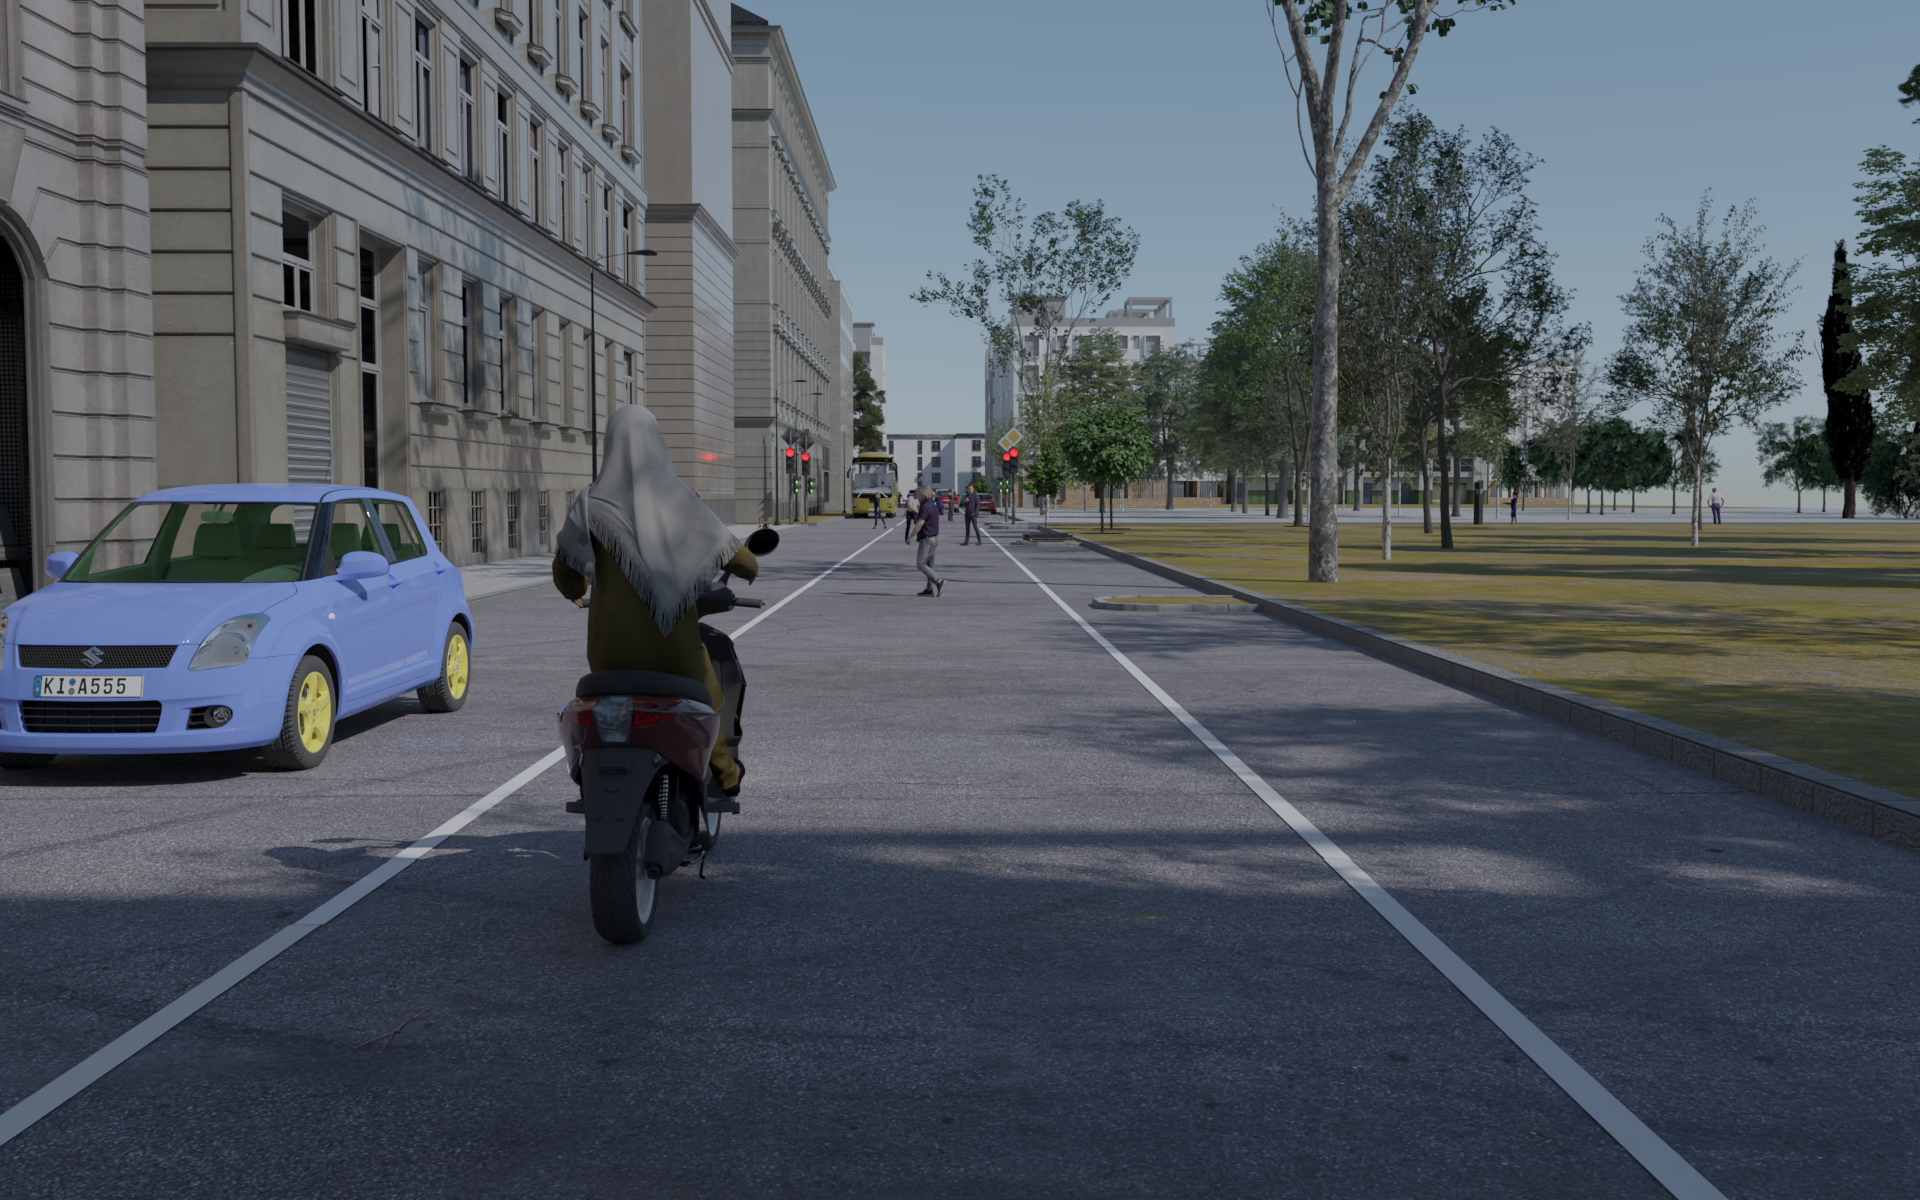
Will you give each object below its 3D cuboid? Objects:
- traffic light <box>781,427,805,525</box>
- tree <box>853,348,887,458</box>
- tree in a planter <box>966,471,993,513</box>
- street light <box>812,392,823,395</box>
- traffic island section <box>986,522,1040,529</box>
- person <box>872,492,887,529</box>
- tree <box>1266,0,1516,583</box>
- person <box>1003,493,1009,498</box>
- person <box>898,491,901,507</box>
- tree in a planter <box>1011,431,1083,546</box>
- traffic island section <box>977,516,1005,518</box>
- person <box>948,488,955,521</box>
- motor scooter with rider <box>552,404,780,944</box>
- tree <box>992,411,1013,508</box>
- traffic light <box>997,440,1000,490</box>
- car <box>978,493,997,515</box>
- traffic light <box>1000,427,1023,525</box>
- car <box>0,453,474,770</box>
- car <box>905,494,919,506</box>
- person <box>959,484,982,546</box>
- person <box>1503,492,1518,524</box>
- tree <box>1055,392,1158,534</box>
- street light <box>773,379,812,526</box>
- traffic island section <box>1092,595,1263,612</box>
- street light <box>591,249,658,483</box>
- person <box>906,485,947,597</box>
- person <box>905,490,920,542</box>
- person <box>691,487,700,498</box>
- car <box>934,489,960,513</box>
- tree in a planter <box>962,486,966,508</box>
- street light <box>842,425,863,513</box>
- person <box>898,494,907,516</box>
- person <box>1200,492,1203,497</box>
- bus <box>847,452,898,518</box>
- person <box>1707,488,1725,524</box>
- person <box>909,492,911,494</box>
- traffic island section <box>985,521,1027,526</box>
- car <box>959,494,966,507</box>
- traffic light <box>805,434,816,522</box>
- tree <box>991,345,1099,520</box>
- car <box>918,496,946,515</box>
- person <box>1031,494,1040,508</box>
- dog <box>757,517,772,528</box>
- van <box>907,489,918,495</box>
[{"bbox_3d":[-6.968,-5.025,71.405,0.839,4.213,0.868,0,4,-1],"label":"traffic light"},{"bbox_3d":[-9.704,-14.622,146.495,7.806,13.903,7.818,0,3,0],"label":"tree"},{"bbox_3d":[1.650,-8.258,132.238,1.991,3.239,1.994,0,4,-1],"label":"tree in a planter"},{"bbox_3d":[-6.957,-6.528,79.280,1.470,5.913,1.316,0,4,-1],"label":"street light"},{"bbox_3d":[2.233,-3.018,71.620,2.009,0.180,2.903,0,4,-1],"label":"traffic island section"},{"bbox_3d":[-3.325,-3.693,71.424,0.613,1.512,0.480,0,4,-4],"label":"person"},{"bbox_3d":[6.610,-10.281,23.985,12.611,20.169,13.585,0,3,0],"label":"tree"},{"bbox_3d":[4.217,-9.322,159.180,0.721,1.743,1.217,2,4,25],"label":"person"},{"bbox_3d":[-6.815,-11.211,192.592,0.721,1.735,1.217,-3,4,-37],"label":"person"},{"bbox_3d":[2.443,-3.172,49.086,1.991,3.239,1.994,0,4,-1],"label":"tree in a planter"},{"bbox_3d":[1.923,-5.018,104.903,1.991,0.108,1.994,0,4,-1],"label":"traffic island section"},{"bbox_3d":[-0.411,-5.044,91.768,0.445,1.727,0.742,-1,4,-18],"label":"person"},{"bbox_3d":[-1.035,0.174,6.121,0.876,1.779,1.986,0,4,1],"label":"motor scooter with rider"},{"bbox_3d":[4.682,-12.460,154.088,4.360,8.622,3.978,0,3,0],"label":"tree"},{"bbox_3d":[2.117,-5.520,79.492,0.839,4.213,0.868,0,4,-1],"label":"traffic light"},{"bbox_3d":[1.593,-6.942,122.545,2.155,1.783,4.494,0,4,-2],"label":"car"},{"bbox_3d":[2.193,-5.031,71.507,0.839,4.213,0.868,0,4,-1],"label":"traffic light"},{"bbox_3d":[-4.162,-0.033,10.137,1.945,1.707,3.694,0,4,1],"label":"car"},{"bbox_3d":[-5.076,-11.002,188.921,2.155,1.783,4.494,0,4,-2],"label":"car"},{"bbox_3d":[0.300,-2.354,47.901,0.530,1.710,0.541,-3,5,-40],"label":"person"},{"bbox_3d":[23.479,-3.848,73.778,0.546,1.535,0.453,-1,4,-12],"label":"person"},{"bbox_3d":[4.649,-4.422,56.017,4.285,4.588,4.351,0,3,0],"label":"tree"},{"bbox_3d":[-6.889,-5.976,70.246,1.470,5.913,1.316,0,4,-1],"label":"street light"},{"bbox_3d":[2.703,0.050,22.057,1.991,0.108,1.994,0,4,-1],"label":"traffic island section"},{"bbox_3d":[-6.435,-3.697,32.994,1.470,5.913,1.316,0,4,-1],"label":"street light"},{"bbox_3d":[-0.445,-0.822,24.143,0.569,1.553,0.471,-2,4,-35],"label":"person"},{"bbox_3d":[-1.330,-2.473,51.154,0.590,1.554,0.614,3,4,36],"label":"person"},{"bbox_3d":[-8.297,-2.771,54.038,0.600,1.496,0.574,0,4,7],"label":"person"},{"bbox_3d":[-1.126,-7.620,133.252,2.281,1.827,5.304,0,4,-2],"label":"car"},{"bbox_3d":[1.180,-11.291,181.824,1.991,3.239,1.994,0,4,-1],"label":"tree in a planter"},{"bbox_3d":[-7.233,-8.796,116.361,1.470,5.913,1.316,0,4,-1],"label":"street light"},{"bbox_3d":[-3.604,-6.193,112.950,0.799,1.438,0.628,-1,4,-11],"label":"person"},{"bbox_3d":[32.967,-13.841,235.516,0.721,1.735,1.217,3,4,38],"label":"person"},{"bbox_3d":[-5.133,-6.949,105.159,2.896,3.916,12.252,0,4,-1],"label":"bus"},{"bbox_3d":[32.705,-4.011,75.022,0.756,1.711,0.436,0,4,6],"label":"person"},{"bbox_3d":[-6.082,-12.564,214.739,0.721,1.723,1.217,0,4,3],"label":"person"},{"bbox_3d":[2.157,-3.506,79.605,2.009,0.180,2.903,0,4,-1],"label":"traffic island section"},{"bbox_3d":[0.856,-11.517,197.105,1.959,1.807,4.718,0,4,1],"label":"car"},{"bbox_3d":[-7.044,-5.513,79.389,0.839,4.213,0.868,0,4,-1],"label":"traffic light"},{"bbox_3d":[4.425,-8.265,85.491,4.737,8.622,4.395,0,3,0],"label":"tree"},{"bbox_3d":[-1.945,-6.450,118.038,1.945,1.354,3.894,0,4,1],"label":"car"},{"bbox_3d":[7.354,-9.603,163.068,1.348,1.822,0.705,1,4,11],"label":"person"},{"bbox_3d":[-7.294,-2.884,64.886,0.748,0.427,0.550,-1,4,-12],"label":"dog"},{"bbox_3d":[-5.843,-13.647,227.519,2.240,2.365,5.245,0,4,-2],"label":"van"}]
